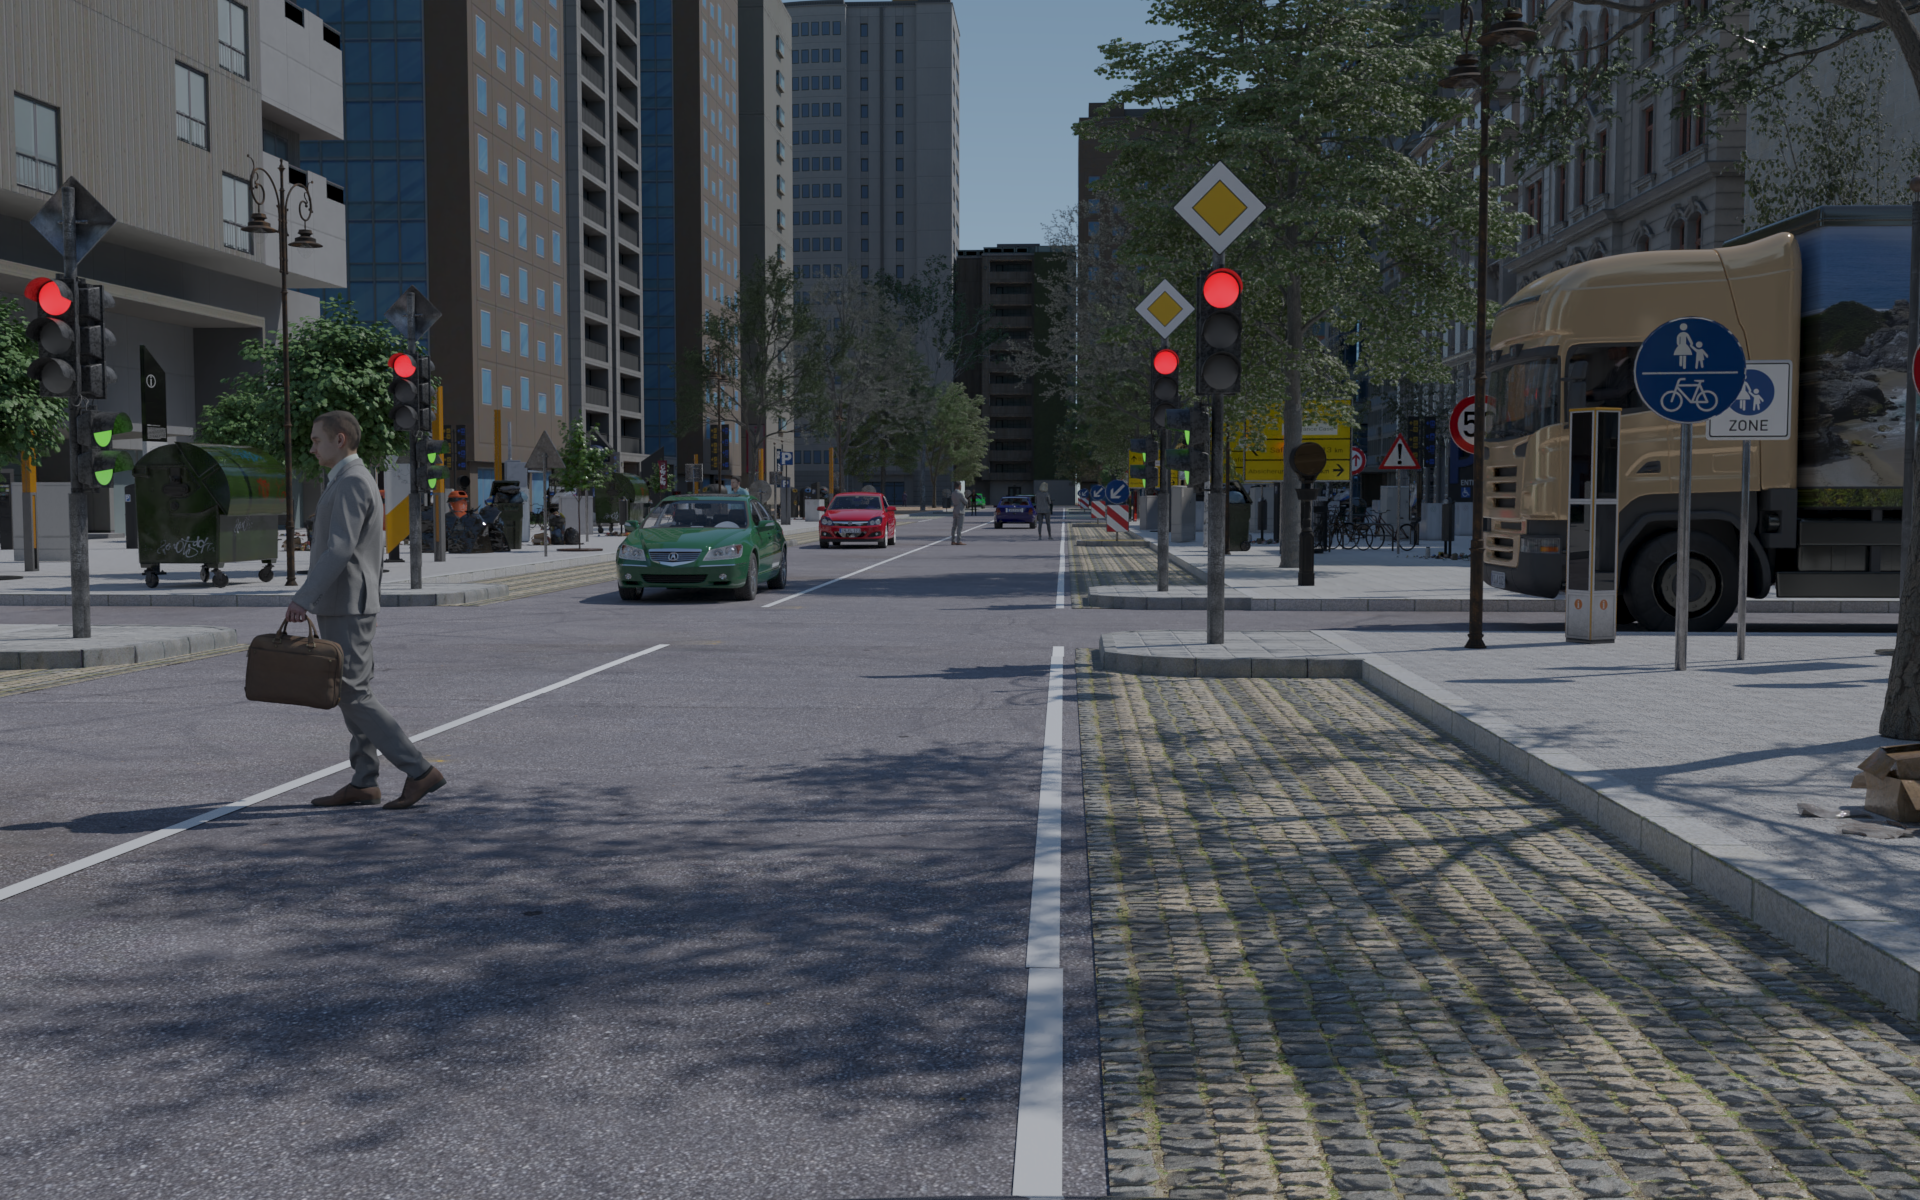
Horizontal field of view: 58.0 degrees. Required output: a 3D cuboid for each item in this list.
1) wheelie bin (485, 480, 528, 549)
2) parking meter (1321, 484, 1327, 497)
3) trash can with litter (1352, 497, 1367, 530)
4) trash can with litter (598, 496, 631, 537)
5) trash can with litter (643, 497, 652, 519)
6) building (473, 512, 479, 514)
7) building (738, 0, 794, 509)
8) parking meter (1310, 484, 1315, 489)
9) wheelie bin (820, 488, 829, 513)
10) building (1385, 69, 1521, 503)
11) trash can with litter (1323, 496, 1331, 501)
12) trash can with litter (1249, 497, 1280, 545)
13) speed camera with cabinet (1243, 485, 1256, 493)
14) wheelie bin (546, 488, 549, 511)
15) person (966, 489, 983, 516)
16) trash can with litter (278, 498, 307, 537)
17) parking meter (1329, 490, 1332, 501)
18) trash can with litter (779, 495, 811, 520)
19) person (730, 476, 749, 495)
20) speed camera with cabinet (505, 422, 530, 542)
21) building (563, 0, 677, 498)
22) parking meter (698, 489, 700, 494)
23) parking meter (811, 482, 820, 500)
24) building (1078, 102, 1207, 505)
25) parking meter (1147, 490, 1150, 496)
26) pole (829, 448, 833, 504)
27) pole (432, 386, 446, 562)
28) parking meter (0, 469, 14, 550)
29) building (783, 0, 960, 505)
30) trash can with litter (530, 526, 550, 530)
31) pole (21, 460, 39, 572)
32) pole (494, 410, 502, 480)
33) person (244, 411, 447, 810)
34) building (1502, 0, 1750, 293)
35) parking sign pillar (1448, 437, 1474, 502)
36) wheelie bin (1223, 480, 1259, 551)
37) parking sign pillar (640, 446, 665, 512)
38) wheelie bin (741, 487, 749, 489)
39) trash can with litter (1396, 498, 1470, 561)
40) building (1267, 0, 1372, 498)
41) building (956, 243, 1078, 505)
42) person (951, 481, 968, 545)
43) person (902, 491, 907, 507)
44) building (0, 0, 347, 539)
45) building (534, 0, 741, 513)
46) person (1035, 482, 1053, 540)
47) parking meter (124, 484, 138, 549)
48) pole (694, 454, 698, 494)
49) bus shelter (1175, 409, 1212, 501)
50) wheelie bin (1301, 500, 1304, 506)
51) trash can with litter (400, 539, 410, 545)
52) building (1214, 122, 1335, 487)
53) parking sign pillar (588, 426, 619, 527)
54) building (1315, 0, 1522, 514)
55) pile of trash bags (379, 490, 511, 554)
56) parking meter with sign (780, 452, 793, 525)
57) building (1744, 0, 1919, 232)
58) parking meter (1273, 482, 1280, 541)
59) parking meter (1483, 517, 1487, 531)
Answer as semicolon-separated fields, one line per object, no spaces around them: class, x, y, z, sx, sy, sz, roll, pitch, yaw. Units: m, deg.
wheelie bin;-10.494;-1.976;40.220;0.980;1.594;0.693;-2;4;-34
parking meter;20.478;-5.598;97.233;0.399;1.863;0.255;2;4;25
trash can with litter;14.252;-3.059;61.403;0.624;1.170;1.055;-1;4;-9
trash can with litter;-10.300;-2.567;53.026;1.678;1.210;2.233;-2;4;-26
trash can with litter;-16.489;-4.783;89.585;0.624;1.170;1.055;3;5;44
building;-27.212;-26.312;80.315;14.600;45.320;14.200;0;4;3
building;-26.625;-32.229;150.648;21.600;48.544;21.300;0;4;3
parking meter;16.997;-4.786;83.959;0.399;1.863;0.255;2;4;28
wheelie bin;-7.242;-5.026;90.090;0.693;1.594;0.980;2;4;25
building;29.554;-14.845;84.513;13.314;21.916;24.055;0;4;3
trash can with litter;17.355;-4.329;82.171;0.624;1.170;1.055;2;4;31
trash can with litter;7.739;-2.076;44.999;1.678;1.210;2.233;1;4;11
speed camera with cabinet;12.498;-4.952;75.305;0.660;3.252;2.038;1;4;23
wheelie bin;-19.279;-4.537;82.083;0.693;1.594;0.980;2;4;26
person;0.903;-6.470;114.798;1.217;1.766;0.721;1;4;12
trash can with litter;-20.144;-2.549;52.739;2.233;1.210;1.678;-1;4;-15
parking meter;20.818;-5.402;96.739;0.372;1.533;0.369;0;3;0
trash can with litter;-7.944;-4.600;86.259;2.233;1.210;1.678;-1;4;-18
person;-4.607;-1.724;36.715;0.660;1.820;0.620;3;4;36
speed camera with cabinet;-11.962;-3.211;46.831;0.660;3.252;2.038;-1;4;-15
building;-29.316;-41.056;109.511;20.563;71.187;20.611;0;4;3
parking meter;-14.142;-5.182;93.141;0.372;1.533;0.369;0;3;0
parking meter;-7.069;-4.822;84.548;0.399;1.863;0.255;2;4;32
building;20.797;-33.708;201.233;14.200;45.320;14.600;0;4;3
parking meter;9.077;-4.779;83.854;0.255;1.863;0.399;0;4;5
pole;-5.669;-5.041;76.258;0.158;3.312;0.155;0;3;0
pole;-9.867;-2.380;32.761;0.158;3.312;0.155;0;3;0
parking meter;-21.952;-2.091;39.895;0.255;1.863;0.399;-1;4;-15
building;-14.244;-40.636;206.398;28.212;58.520;21.231;0;4;3
trash can with litter;-14.270;-3.083;61.464;2.233;1.210;1.678;2;4;28
pole;-15.397;-2.128;28.635;0.158;3.312;0.155;0;3;0
pole;-11.167;-2.938;41.881;0.158;3.312;0.155;0;3;0
person;-2.808;0.043;7.918;0.853;1.813;0.709;-1;4;-19
building;28.523;-16.687;60.226;14.401;28.519;23.554;0;4;3
parking sign pillar;17.227;-4.291;58.634;1.447;3.967;1.447;3;5;45
wheelie bin;6.168;-1.899;38.956;0.693;1.594;0.980;-1;4;-11
parking sign pillar;-17.282;-6.653;97.241;1.447;3.967;1.447;-1;4;-22
wheelie bin;-10.259;-4.584;82.863;0.980;1.594;0.693;-3;5;-40
trash can with litter;9.610;-1.418;34.248;1.678;1.210;2.233;0;4;6
building;38.029;-50.651;140.822;22.319;86.520;31.000;0;4;3
building;6.679;-26.362;202.712;14.107;30.474;14.160;0;4;3
person;0.002;-2.446;48.665;0.511;1.800;0.466;3;5;42
person;-5.765;-10.461;180.464;0.541;1.710;0.530;1;4;15
building;-35.956;-28.242;50.995;28.713;52.752;27.495;0;4;3
building;-24.403;-29.193;127.410;14.600;45.320;14.200;0;4;3
person;2.628;-2.805;54.544;0.537;1.800;0.526;2;4;34
parking meter;-19.362;-1.968;40.593;0.372;1.533;0.369;0;3;0
pole;-13.536;-5.814;88.899;0.158;3.312;0.155;0;3;0
bus shelter;9.824;-5.669;70.316;2.179;5.291;8.768;0;4;4
wheelie bin;16.068;-4.436;80.439;0.693;1.594;0.980;1;4;17
trash can with litter;-14.528;-1.973;43.309;2.233;1.210;1.678;0;4;1
building;42.524;-33.589;203.797;28.867;44.769;22.147;0;4;3
parking sign pillar;-14.282;-4.900;68.583;1.447;3.967;1.447;3;5;43
building;40.475;-25.814;113.939;32.217;40.220;23.993;0;4;3
pile of trash bags;-11.659;-1.755;38.440;3.447;1.369;1.912;2;4;24
parking meter with sign;-7.261;-4.645;72.206;0.543;3.016;1.738;0;4;-8
building;28.642;-11.306;39.604;16.860;20.320;10.420;0;4;3
parking meter;8.652;-2.514;46.809;0.255;1.863;0.399;-1;4;-9
parking meter;12.359;-2.133;40.581;0.255;1.863;0.399;-2;4;-30
